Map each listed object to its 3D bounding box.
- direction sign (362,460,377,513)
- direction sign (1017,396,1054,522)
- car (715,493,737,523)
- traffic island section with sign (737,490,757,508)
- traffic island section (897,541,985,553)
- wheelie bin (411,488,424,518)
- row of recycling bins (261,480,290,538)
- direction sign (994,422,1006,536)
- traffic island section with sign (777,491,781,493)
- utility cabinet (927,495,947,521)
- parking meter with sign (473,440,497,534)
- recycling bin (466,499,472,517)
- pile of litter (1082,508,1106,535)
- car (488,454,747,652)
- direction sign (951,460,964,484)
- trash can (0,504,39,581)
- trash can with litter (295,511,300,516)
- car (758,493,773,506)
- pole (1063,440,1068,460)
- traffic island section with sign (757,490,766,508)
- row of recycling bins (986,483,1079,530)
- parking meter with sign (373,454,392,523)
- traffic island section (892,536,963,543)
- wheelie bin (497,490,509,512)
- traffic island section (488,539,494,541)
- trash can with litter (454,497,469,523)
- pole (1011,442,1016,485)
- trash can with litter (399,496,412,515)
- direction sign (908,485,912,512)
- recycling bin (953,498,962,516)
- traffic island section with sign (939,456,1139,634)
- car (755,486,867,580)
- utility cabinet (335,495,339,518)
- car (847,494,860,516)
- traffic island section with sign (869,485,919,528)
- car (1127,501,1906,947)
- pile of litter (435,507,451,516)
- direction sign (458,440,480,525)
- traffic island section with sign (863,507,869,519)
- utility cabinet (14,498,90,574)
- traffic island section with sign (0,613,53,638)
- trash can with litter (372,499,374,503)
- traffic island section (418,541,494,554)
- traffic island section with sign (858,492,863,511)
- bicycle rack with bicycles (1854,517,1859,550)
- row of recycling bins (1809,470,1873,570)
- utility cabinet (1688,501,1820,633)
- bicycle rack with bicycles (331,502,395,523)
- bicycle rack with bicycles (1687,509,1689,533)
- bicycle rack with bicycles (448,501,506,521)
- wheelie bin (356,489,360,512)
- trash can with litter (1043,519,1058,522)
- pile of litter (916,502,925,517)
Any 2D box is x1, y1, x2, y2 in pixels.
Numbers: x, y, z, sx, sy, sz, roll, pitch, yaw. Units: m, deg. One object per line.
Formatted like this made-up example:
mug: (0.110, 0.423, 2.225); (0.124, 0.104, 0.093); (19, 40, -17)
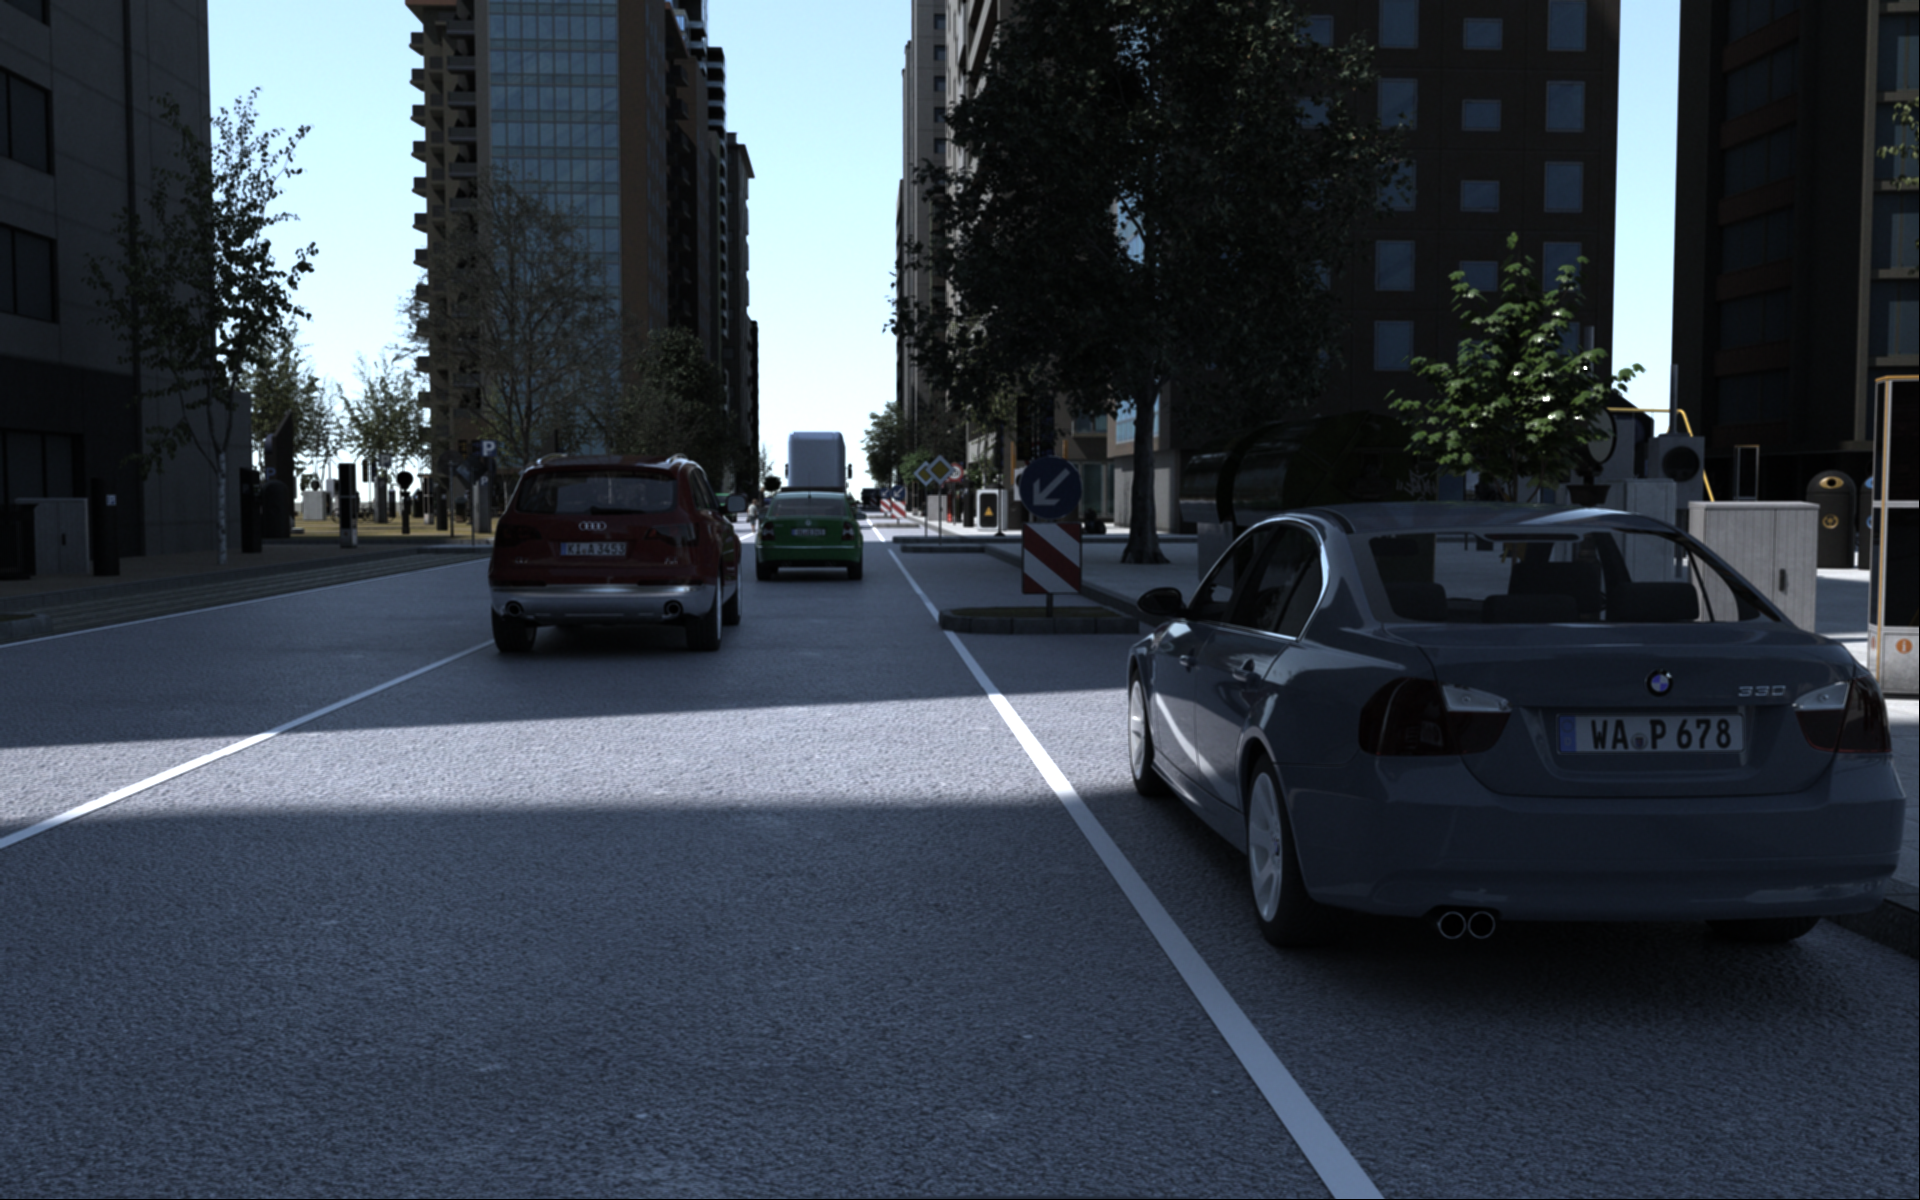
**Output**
direction sign: (-38.982, -7.486, 114.396); (0.876, 3.537, 0.379); (-1, 4, -15)
direction sign: (1.744, -2.939, 40.056); (0.876, 3.537, 0.379); (1, 4, 16)
car: (-12.283, -4.831, 87.787); (1.959, 1.807, 4.718); (0, 4, -4)
traffic island section with sign: (-18.925, -8.659, 150.205); (1.989, 1.847, 2.006); (0, 4, -4)
traffic island section: (-0.479, -1.299, 43.524); (2.009, 0.180, 2.903); (0, 4, -4)
wheelie bin: (-29.311, -5.251, 93.755); (0.693, 1.594, 0.980); (-2, 4, -28)
row of recycling bins: (-21.298, -2.670, 50.767); (3.534, 1.692, 1.069); (1, 4, 12)
direction sign: (1.207, -3.699, 52.475); (0.379, 3.537, 0.876); (1, 4, 14)
traffic island section with sign: (-24.153, -13.668, 232.103); (1.989, 1.847, 2.006); (0, 4, -4)
utility cabinet: (-1.034, -4.369, 82.596); (1.020, 1.237, 0.306); (1, 4, 13)
parking meter with sign: (-15.568, -3.684, 56.492); (0.543, 3.016, 1.738); (-2, 4, -29)
recycling bin: (-27.297, -5.101, 95.954); (0.722, 1.027, 0.722); (-2, 4, -25)
pile of litter: (3.960, -2.530, 55.330); (1.719, 0.858, 1.176); (-2, 4, -25)
car: (-3.305, -0.528, 17.301); (2.281, 1.827, 5.304); (0, 4, -4)
direction sign: (-0.164, -7.610, 116.424); (0.876, 3.537, 0.379); (1, 4, 20)
trash can: (-14.163, -0.870, 25.875); (0.748, 1.137, 0.748); (0, 3, 0)
trash can with litter: (-38.665, -5.416, 99.945); (1.055, 1.170, 0.624); (-1, 4, -11)
car: (-21.260, -11.004, 189.512); (1.945, 1.707, 3.694); (0, 4, -5)
pole: (3.985, -4.383, 65.505); (0.158, 3.312, 0.155); (0, 3, 0)
traffic island section with sign: (-20.645, -10.306, 177.126); (1.989, 1.847, 2.006); (0, 4, -4)
row of recycling bins: (2.555, -3.366, 62.153); (3.534, 1.692, 1.069); (1, 4, 18)
parking meter with sign: (-25.532, -4.901, 76.386); (0.543, 3.016, 1.738); (-2, 4, -31)
traffic island section: (-0.988, -1.787, 51.493); (2.009, 0.180, 2.903); (0, 4, -4)
wheelie bin: (-32.839, -7.123, 124.366); (0.980, 1.594, 0.693); (-1, 4, -11)
traffic island section: (-12.556, -1.742, 50.761); (2.009, 0.180, 2.903); (0, 4, -4)
trash can with litter: (-22.470, -4.080, 78.097); (0.624, 1.170, 1.055); (-1, 4, -14)
pole: (2.086, -4.497, 67.370); (0.158, 3.312, 0.155); (0, 3, 0)
trash can with litter: (-34.351, -5.874, 107.425); (0.624, 1.170, 1.055); (1, 4, 11)
direction sign: (-3.567, -8.066, 123.882); (0.379, 3.537, 0.876); (3, 5, 44)
recycling bin: (-0.314, -5.471, 102.012); (0.722, 1.027, 0.722); (-1, 4, -9)
traffic island section with sign: (0.783, -0.612, 18.638); (1.989, 1.847, 2.006); (0, 4, -4)
car: (-2.605, -1.314, 30.278); (1.959, 1.807, 4.718); (0, 4, -4)
utility cabinet: (-33.679, -5.099, 94.523); (0.306, 1.237, 1.020); (1, 4, 20)
car: (-6.756, -5.299, 98.444); (2.131, 1.459, 4.920); (0, 4, -5)
traffic island section with sign: (-2.771, -4.010, 74.194); (1.989, 1.847, 2.006); (0, 4, -4)
car: (1.768, 0.318, 6.800); (2.014, 1.417, 4.499); (0, 4, -3)
pile of litter: (-29.766, -5.239, 99.630); (1.176, 0.858, 1.719); (-1, 4, -10)
direction sign: (-20.463, -4.912, 72.310); (0.876, 3.537, 0.379); (-1, 4, -14)
traffic island section with sign: (-4.486, -5.656, 101.095); (1.989, 1.847, 2.006); (0, 4, -4)
utility cabinet: (-14.653, -1.027, 27.961); (1.020, 1.237, 0.306); (-1, 4, -17)
traffic island section with sign: (-10.445, -0.545, 17.533); (1.989, 1.847, 2.006); (0, 4, -4)
trash can with litter: (-33.442, -5.395, 99.593); (0.624, 1.170, 1.055); (-1, 4, -15)
traffic island section: (-12.047, -1.255, 42.792); (2.009, 0.180, 2.903); (0, 4, -4)
traffic island section with sign: (-7.687, -8.722, 151.228); (1.989, 1.847, 2.006); (0, 4, -4)
bicycle rack with bicycles: (19.457, -1.652, 40.386); (2.852, 0.926, 2.925); (-3, 4, -36)
row of recycling bins: (15.854, -1.335, 28.937); (1.069, 1.692, 3.534); (-2, 4, -32)
utility cabinet: (6.783, -0.224, 14.826); (1.020, 1.237, 0.306); (0, 4, -5)
bicycle rack with bicycles: (-27.397, -4.029, 79.248); (2.925, 0.926, 2.852); (-2, 4, -27)
bicycle rack with bicycles: (19.128, -1.826, 43.236); (2.925, 0.926, 2.852); (-2, 4, -32)
bicycle rack with bicycles: (-23.551, -4.335, 84.251); (2.925, 0.926, 2.852); (0, 4, 7)
wheelie bin: (-41.107, -6.699, 117.438); (0.980, 1.594, 0.693); (3, 4, 37)
trash can with litter: (3.230, -2.807, 57.279); (1.055, 1.170, 0.624); (0, 4, 6)
pile of litter: (-1.758, -5.150, 98.163); (1.176, 0.858, 1.719); (-2, 4, -28)
